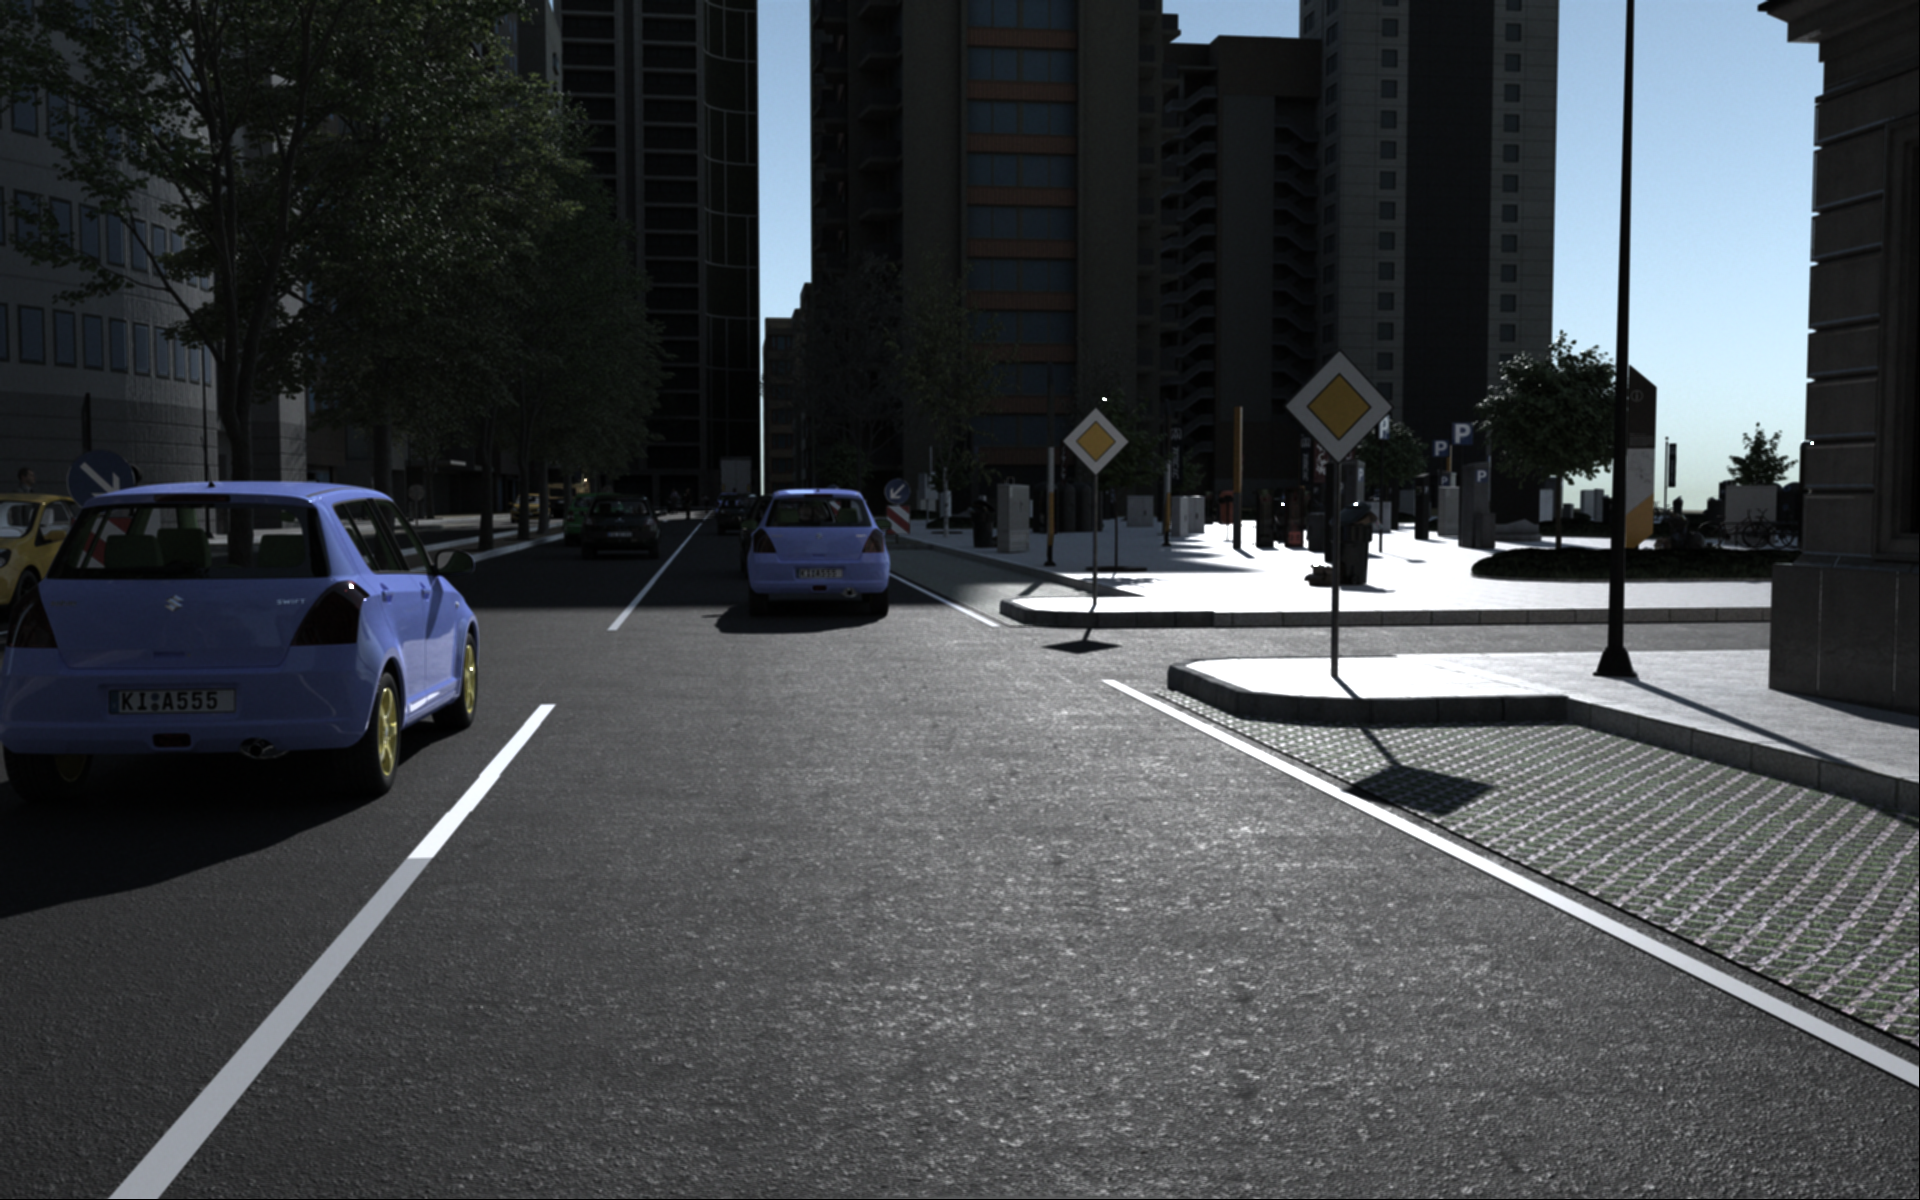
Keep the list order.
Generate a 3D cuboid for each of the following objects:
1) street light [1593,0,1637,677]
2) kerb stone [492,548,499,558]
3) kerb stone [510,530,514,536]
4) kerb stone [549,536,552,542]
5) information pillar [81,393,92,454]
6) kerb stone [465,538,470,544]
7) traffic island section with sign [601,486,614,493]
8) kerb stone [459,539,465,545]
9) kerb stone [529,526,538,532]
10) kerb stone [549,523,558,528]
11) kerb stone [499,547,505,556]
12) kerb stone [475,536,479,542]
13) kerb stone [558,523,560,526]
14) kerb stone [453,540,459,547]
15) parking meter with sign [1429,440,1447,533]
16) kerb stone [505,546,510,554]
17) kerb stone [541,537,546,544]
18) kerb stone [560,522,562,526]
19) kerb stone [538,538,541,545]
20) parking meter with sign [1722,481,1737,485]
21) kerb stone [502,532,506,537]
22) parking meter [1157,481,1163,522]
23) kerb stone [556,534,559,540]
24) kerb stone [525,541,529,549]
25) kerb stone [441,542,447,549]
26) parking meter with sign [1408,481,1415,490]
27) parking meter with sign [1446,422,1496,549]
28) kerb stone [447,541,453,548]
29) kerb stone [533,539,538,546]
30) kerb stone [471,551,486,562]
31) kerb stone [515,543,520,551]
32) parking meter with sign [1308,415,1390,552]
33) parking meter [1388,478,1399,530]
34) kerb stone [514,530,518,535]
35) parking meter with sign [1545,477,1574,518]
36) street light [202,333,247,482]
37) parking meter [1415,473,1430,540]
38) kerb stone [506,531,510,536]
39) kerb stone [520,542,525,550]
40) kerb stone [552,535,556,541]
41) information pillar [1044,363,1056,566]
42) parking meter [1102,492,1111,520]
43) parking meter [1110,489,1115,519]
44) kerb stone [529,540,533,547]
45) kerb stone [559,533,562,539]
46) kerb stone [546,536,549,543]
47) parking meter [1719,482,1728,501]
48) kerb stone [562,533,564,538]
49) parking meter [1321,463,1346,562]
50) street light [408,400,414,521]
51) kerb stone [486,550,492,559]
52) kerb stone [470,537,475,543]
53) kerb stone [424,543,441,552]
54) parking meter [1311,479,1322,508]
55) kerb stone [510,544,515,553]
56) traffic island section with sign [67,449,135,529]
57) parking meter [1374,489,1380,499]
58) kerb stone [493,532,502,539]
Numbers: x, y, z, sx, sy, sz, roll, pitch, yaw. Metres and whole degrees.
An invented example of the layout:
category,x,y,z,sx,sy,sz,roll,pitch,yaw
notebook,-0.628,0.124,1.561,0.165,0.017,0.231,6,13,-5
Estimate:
category,x,y,z,sx,sy,sz,roll,pitch,yaw
street light,4.115,-2.417,12.058,1.470,5.913,1.316,0,4,-8
kerb stone,-10.631,-1.041,39.210,0.120,0.150,1.000,0,4,-8
kerb stone,-15.454,-2.263,59.198,0.120,0.150,1.000,0,4,-8
kerb stone,-12.282,-1.786,51.392,0.120,0.150,1.000,0,4,-8
information pillar,-20.242,-2.987,40.198,0.183,3.616,0.504,-3,5,-40
kerb stone,-14.081,-1.642,49.040,0.120,0.150,1.000,0,4,-8
traffic island section with sign,-18.942,-5.180,92.830,2.006,1.907,1.989,0,4,-8
kerb stone,-13.945,-1.580,48.027,0.120,0.150,1.000,0,4,-8
kerb stone,-16.552,-2.760,67.325,0.120,0.150,1.000,0,4,-8
kerb stone,-17.513,-3.196,74.451,0.120,0.150,1.000,0,4,-8
kerb stone,-10.763,-1.103,40.223,0.120,0.150,1.000,0,4,-8
kerb stone,-14.351,-1.766,51.071,0.120,0.150,1.000,0,4,-8
kerb stone,-17.653,-3.250,75.468,0.120,0.150,1.000,0,4,-8
kerb stone,-13.801,-1.518,47.010,0.120,0.150,1.000,0,4,-8
parking meter with sign,15.887,-3.679,56.417,0.543,3.016,1.738,2,4,31
kerb stone,-10.909,-1.165,41.242,0.120,0.150,1.000,0,4,-8
kerb stone,-11.997,-1.661,49.350,0.120,0.150,1.000,0,4,-8
kerb stone,-17.784,-3.321,76.490,0.120,0.150,1.000,0,4,-8
kerb stone,-11.866,-1.597,48.336,0.120,0.150,1.000,0,4,-8
parking meter with sign,43.500,-6.220,97.963,1.738,3.016,0.543,0,4,1
kerb stone,-15.181,-2.138,57.153,0.120,0.150,1.000,0,4,-8
parking meter,9.344,-4.563,80.315,0.255,1.863,0.399,2,4,29
kerb stone,-12.547,-1.910,53.419,0.120,0.150,1.000,0,4,-8
kerb stone,-11.455,-1.413,45.296,0.120,0.150,1.000,0,4,-8
kerb stone,-13.533,-1.392,44.984,0.120,0.150,1.000,0,4,-8
parking meter with sign,24.617,-5.915,92.972,0.543,3.016,1.738,-2,4,-26
parking meter with sign,12.314,-2.762,41.415,0.543,3.016,1.738,0,4,-7
kerb stone,-13.673,-1.452,45.996,0.120,0.150,1.000,0,4,-8
kerb stone,-11.726,-1.533,47.323,0.120,0.150,1.000,0,4,-8
kerb stone,-10.359,-0.911,37.174,0.120,0.150,1.000,0,4,-8
kerb stone,-11.185,-1.286,43.270,0.120,0.150,1.000,0,4,-8
parking meter with sign,8.602,-2.584,38.508,1.738,3.016,0.543,3,4,38
parking meter,15.601,-3.464,62.350,0.255,1.863,0.399,-1,4,-11
kerb stone,-15.585,-2.322,60.212,0.120,0.150,1.000,0,4,-8
parking meter with sign,26.234,-4.908,76.507,1.738,3.016,0.543,3,5,43
street light,-21.125,-4.724,49.773,1.470,5.913,1.316,0,4,-8
parking meter,13.063,-2.646,48.968,0.399,1.863,0.255,-3,5,-43
kerb stone,-15.314,-2.201,58.174,0.120,0.150,1.000,0,4,-8
kerb stone,-11.311,-1.351,44.284,0.120,0.150,1.000,0,4,-8
kerb stone,-12.411,-1.848,52.406,0.120,0.150,1.000,0,4,-8
information pillar,1.609,-2.411,30.778,0.183,3.616,0.504,0,4,-2
parking meter,7.347,-4.961,86.817,0.399,1.863,0.255,-2,4,-27
parking meter,7.908,-4.971,89.693,0.372,1.533,0.369,0,3,0
kerb stone,-11.598,-1.475,46.309,0.120,0.150,1.000,0,4,-8
kerb stone,-12.691,-1.972,54.431,0.120,0.150,1.000,0,4,-8
kerb stone,-12.140,-1.723,50.374,0.120,0.150,1.000,0,4,-8
parking meter,38.062,-4.932,86.351,0.399,1.863,0.255,2,4,33
kerb stone,-12.828,-2.034,55.445,0.120,0.150,1.000,0,4,-8
parking meter,7.073,-1.648,32.660,0.255,1.863,0.399,3,4,38
street light,-25.416,-6.677,81.704,1.470,5.913,1.316,0,4,-8
kerb stone,-10.497,-0.964,38.194,0.120,0.150,1.000,0,4,-8
kerb stone,-14.212,-1.701,50.059,0.120,0.150,1.000,0,4,-8
kerb stone,-13.394,-1.332,43.970,0.120,0.150,1.000,0,4,-8
parking meter,11.530,-3.066,55.834,0.255,1.863,0.399,-3,5,-44
kerb stone,-11.046,-1.227,42.255,0.120,0.150,1.000,0,4,-8
traffic island section with sign,-8.865,-0.626,18.368,2.006,1.907,1.989,0,4,-8
parking meter,21.000,-4.813,87.101,0.372,1.533,0.369,0,3,0
kerb stone,-15.040,-2.076,56.141,0.120,0.150,1.000,0,4,-8
